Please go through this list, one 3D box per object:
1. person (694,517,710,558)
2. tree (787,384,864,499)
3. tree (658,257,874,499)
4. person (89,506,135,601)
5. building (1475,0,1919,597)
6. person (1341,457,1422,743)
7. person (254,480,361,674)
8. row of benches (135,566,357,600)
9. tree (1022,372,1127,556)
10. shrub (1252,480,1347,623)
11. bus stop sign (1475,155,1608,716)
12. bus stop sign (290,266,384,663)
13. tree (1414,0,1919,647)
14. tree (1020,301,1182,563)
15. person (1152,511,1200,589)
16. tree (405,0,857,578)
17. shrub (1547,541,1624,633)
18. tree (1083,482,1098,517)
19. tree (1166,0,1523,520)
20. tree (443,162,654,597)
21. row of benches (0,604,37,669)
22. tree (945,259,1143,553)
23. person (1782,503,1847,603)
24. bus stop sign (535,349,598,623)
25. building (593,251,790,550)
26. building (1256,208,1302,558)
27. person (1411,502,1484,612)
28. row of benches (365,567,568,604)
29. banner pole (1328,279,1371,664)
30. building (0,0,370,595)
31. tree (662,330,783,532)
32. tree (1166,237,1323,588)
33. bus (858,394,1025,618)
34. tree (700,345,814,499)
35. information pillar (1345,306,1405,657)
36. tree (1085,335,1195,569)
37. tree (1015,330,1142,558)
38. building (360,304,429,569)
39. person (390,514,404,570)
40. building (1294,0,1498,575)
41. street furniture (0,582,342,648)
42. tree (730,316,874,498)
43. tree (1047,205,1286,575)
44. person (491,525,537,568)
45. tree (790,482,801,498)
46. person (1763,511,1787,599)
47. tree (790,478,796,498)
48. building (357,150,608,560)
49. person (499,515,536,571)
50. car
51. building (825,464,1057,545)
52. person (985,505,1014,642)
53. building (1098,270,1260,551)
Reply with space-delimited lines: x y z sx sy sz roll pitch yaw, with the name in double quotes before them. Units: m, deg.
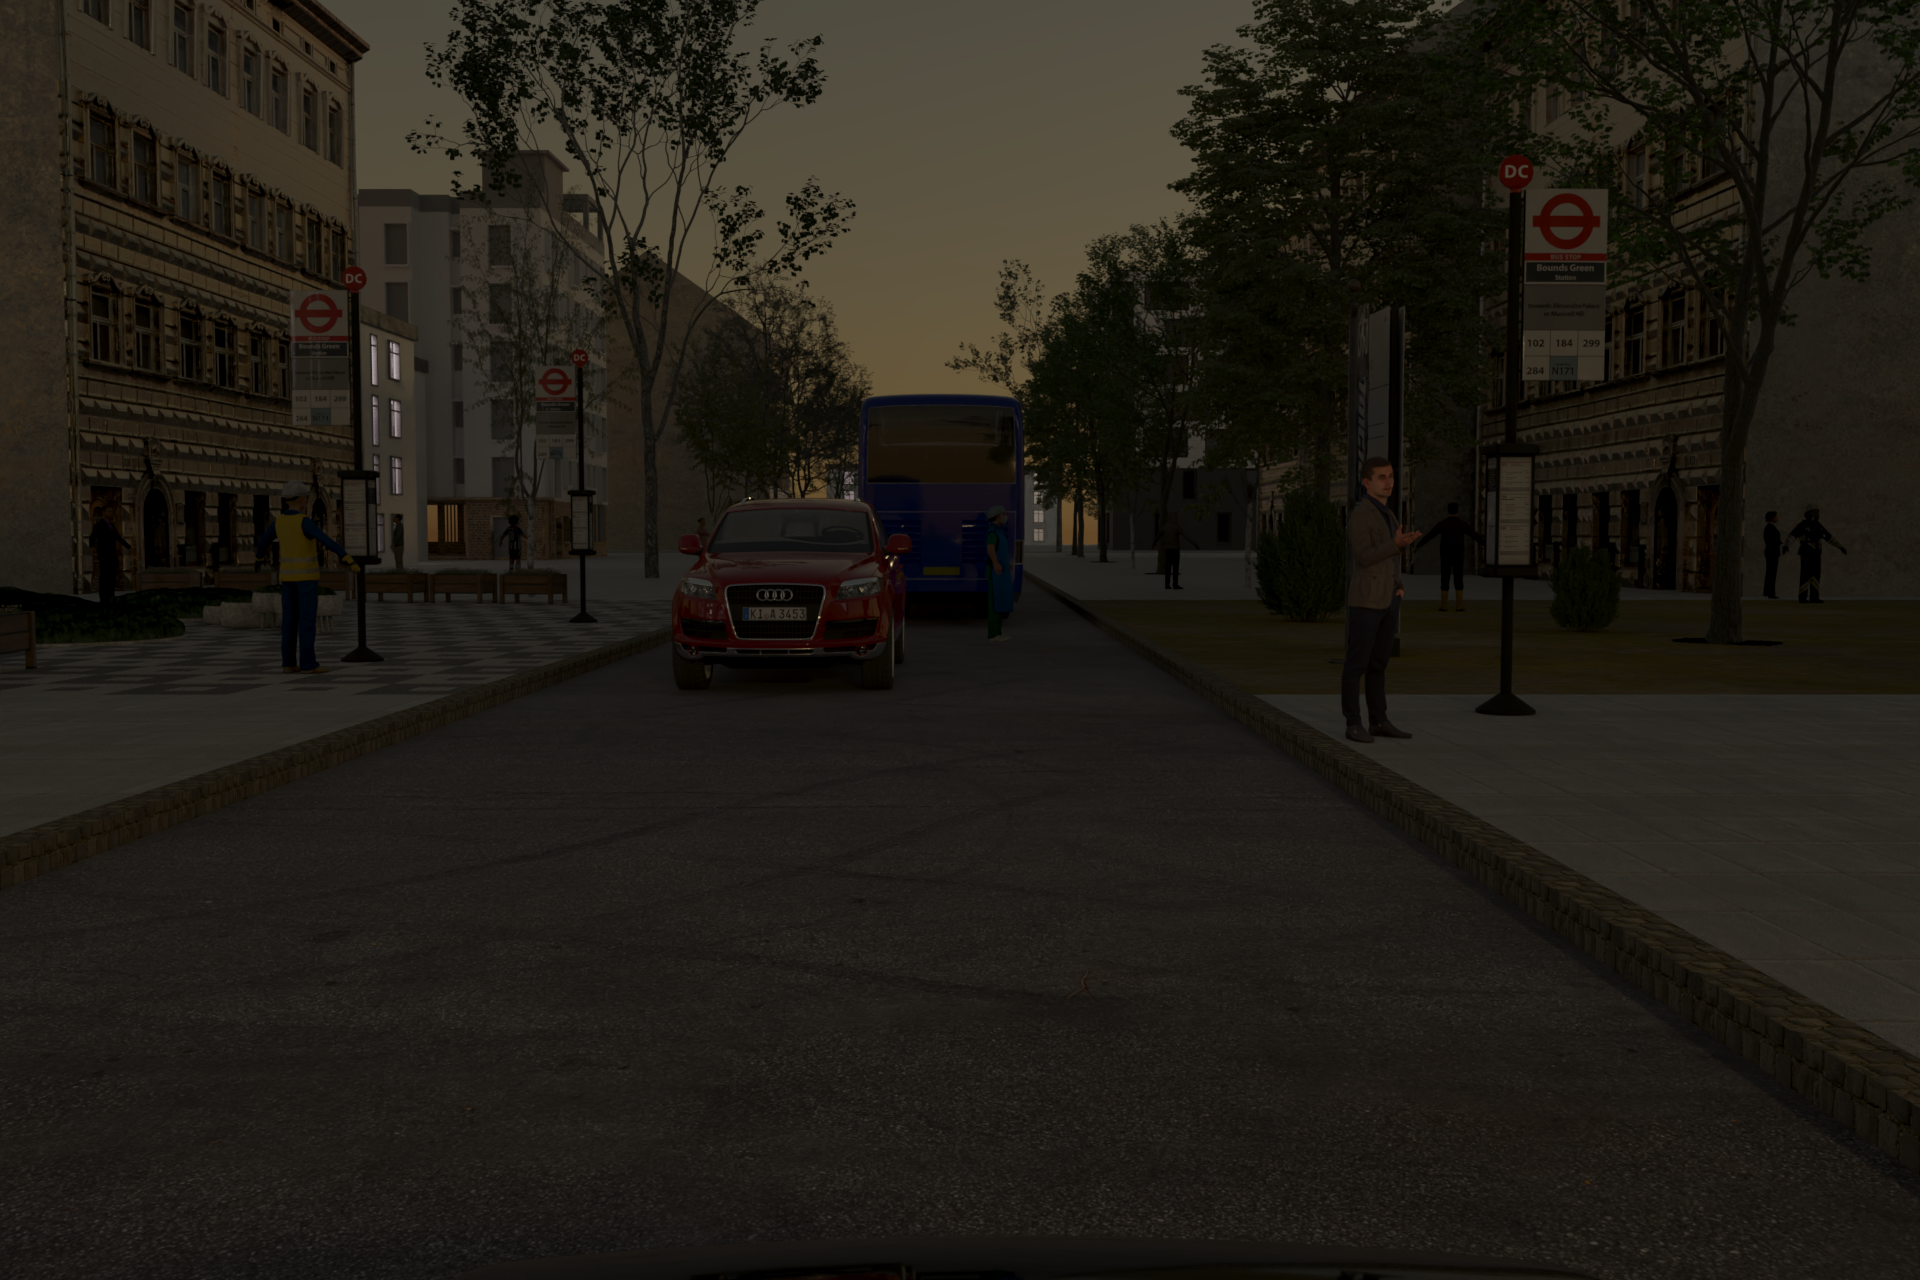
"person" -6.936 -2.465 47.102 0.721 1.733 1.217 2 4 27
"tree" -8.470 -11.819 119.002 9.928 11.665 9.643 0 3 0
"tree" -8.440 -10.246 77.884 12.009 13.543 11.850 0 3 0
"person" -15.552 -1.555 31.648 0.704 1.802 1.346 0 4 5
"building" 25.160 -13.015 43.732 19.493 23.208 18.063 0 3 0
"person" 2.682 -0.250 10.666 0.617 1.759 0.750 -3 4 -36
"person" -6.055 -0.584 16.005 1.216 1.772 0.721 1 4 22
"row of benches" -13.906 -1.109 33.593 4.104 0.672 1.422 0 4 -7
"tree" 7.058 -10.888 103.770 9.928 11.665 9.643 0 3 0
"shrub" 5.061 -1.303 25.338 1.661 2.075 1.752 0 3 0
"bus stop sign" 4.130 -1.443 12.293 0.855 3.939 0.416 0 4 0
"bus stop sign" -6.248 -1.752 17.355 0.855 3.939 0.416 0 4 0
"tree" 9.125 -5.757 19.876 9.928 11.665 9.643 0 3 0
"tree" 6.321 -9.309 77.961 9.928 11.665 9.643 0 3 0
"person" 4.966 -2.091 40.309 1.348 1.813 0.705 3 5 43
"tree" -8.878 -11.780 48.499 12.611 20.169 13.585 0 3 0
"shrub" 8.182 -0.708 22.685 1.383 1.207 1.383 0 3 0
"tree" 18.277 -16.903 210.768 7.601 10.594 8.767 0 4 2
"tree" 7.320 -7.047 33.338 7.486 12.596 7.792 0 3 0
"tree" -8.940 -5.181 35.080 4.360 8.622 3.978 0 3 0
"row of benches" -8.902 0.061 14.460 1.422 0.672 4.104 0 4 -6
"tree" 5.662 -16.183 120.473 12.611 20.169 13.585 0 3 0
"person" 15.801 -1.612 32.130 1.354 1.856 0.705 -1 4 -13
"bus stop sign" -5.701 -2.225 25.087 0.855 3.939 0.416 0 3 0
"building" -24.268 -19.128 143.668 19.493 23.208 18.063 0 4 -1
"building" 25.355 -15.474 83.924 19.493 23.208 18.063 0 4 0
"person" 8.178 -1.384 28.769 1.346 1.812 0.704 1 4 16
"row of benches" -9.176 -1.029 32.280 4.104 0.672 1.422 1 4 14
"banner pole" 3.875 -1.644 16.899 0.401 3.779 0.863 0 4 -1
"building" -27.924 -13.079 44.771 19.493 23.208 18.063 0 4 0
"tree" -8.689 -6.829 62.018 4.737 8.622 4.395 0 3 0
"tree" 6.886 -5.563 41.321 4.737 8.622 4.395 0 3 0
"bus" -0.369 -2.489 32.248 2.896 3.916 12.251 0 4 -1
"tree" -8.126 -7.224 68.482 4.737 8.622 4.395 0 3 0
"information pillar" 4.477 -1.678 18.749 0.184 3.620 1.656 0 4 -2
"tree" 6.371 -6.884 62.914 4.737 8.622 4.395 0 3 0
"tree" 6.202 -10.784 94.450 7.486 12.596 7.792 0 3 0
"building" -26.433 -7.826 70.097 9.099 9.664 28.070 0 4 0
"person" -14.277 -2.305 43.964 0.705 1.796 1.348 -1 4 -13
"building" 23.394 -14.173 62.661 19.493 23.208 18.063 0 3 0
"street furniture" -12.225 -0.529 24.268 5.734 0.657 10.072 -2 4 -34
"tree" -9.076 -11.515 98.632 12.009 13.543 11.850 0 3 0
"tree" 6.584 -7.874 54.497 9.928 11.665 9.643 0 3 0
"person" -13.398 -2.808 52.100 1.347 1.806 0.705 0 4 -6
"tree" -21.560 -16.005 212.038 4.737 8.622 4.395 0 3 0
"person" 16.203 -1.693 34.399 0.721 1.740 1.216 1 4 11
"tree" -22.482 -16.518 204.484 7.601 10.594 8.767 0 4 -3
"building" -25.232 -14.088 86.754 16.016 20.090 11.380 0 4 0
"person" -12.567 -2.619 48.970 1.345 1.843 0.704 2 4 29
"car" -1.615 -0.548 17.630 2.281 1.827 5.304 0 3 0
"building" -1.809 -16.113 208.044 28.070 9.664 9.099 0 4 0
"person" 0.525 -0.892 23.175 0.704 1.817 1.347 1 4 9
"building" 25.728 -18.755 150.617 27.936 21.610 32.646 0 4 0
